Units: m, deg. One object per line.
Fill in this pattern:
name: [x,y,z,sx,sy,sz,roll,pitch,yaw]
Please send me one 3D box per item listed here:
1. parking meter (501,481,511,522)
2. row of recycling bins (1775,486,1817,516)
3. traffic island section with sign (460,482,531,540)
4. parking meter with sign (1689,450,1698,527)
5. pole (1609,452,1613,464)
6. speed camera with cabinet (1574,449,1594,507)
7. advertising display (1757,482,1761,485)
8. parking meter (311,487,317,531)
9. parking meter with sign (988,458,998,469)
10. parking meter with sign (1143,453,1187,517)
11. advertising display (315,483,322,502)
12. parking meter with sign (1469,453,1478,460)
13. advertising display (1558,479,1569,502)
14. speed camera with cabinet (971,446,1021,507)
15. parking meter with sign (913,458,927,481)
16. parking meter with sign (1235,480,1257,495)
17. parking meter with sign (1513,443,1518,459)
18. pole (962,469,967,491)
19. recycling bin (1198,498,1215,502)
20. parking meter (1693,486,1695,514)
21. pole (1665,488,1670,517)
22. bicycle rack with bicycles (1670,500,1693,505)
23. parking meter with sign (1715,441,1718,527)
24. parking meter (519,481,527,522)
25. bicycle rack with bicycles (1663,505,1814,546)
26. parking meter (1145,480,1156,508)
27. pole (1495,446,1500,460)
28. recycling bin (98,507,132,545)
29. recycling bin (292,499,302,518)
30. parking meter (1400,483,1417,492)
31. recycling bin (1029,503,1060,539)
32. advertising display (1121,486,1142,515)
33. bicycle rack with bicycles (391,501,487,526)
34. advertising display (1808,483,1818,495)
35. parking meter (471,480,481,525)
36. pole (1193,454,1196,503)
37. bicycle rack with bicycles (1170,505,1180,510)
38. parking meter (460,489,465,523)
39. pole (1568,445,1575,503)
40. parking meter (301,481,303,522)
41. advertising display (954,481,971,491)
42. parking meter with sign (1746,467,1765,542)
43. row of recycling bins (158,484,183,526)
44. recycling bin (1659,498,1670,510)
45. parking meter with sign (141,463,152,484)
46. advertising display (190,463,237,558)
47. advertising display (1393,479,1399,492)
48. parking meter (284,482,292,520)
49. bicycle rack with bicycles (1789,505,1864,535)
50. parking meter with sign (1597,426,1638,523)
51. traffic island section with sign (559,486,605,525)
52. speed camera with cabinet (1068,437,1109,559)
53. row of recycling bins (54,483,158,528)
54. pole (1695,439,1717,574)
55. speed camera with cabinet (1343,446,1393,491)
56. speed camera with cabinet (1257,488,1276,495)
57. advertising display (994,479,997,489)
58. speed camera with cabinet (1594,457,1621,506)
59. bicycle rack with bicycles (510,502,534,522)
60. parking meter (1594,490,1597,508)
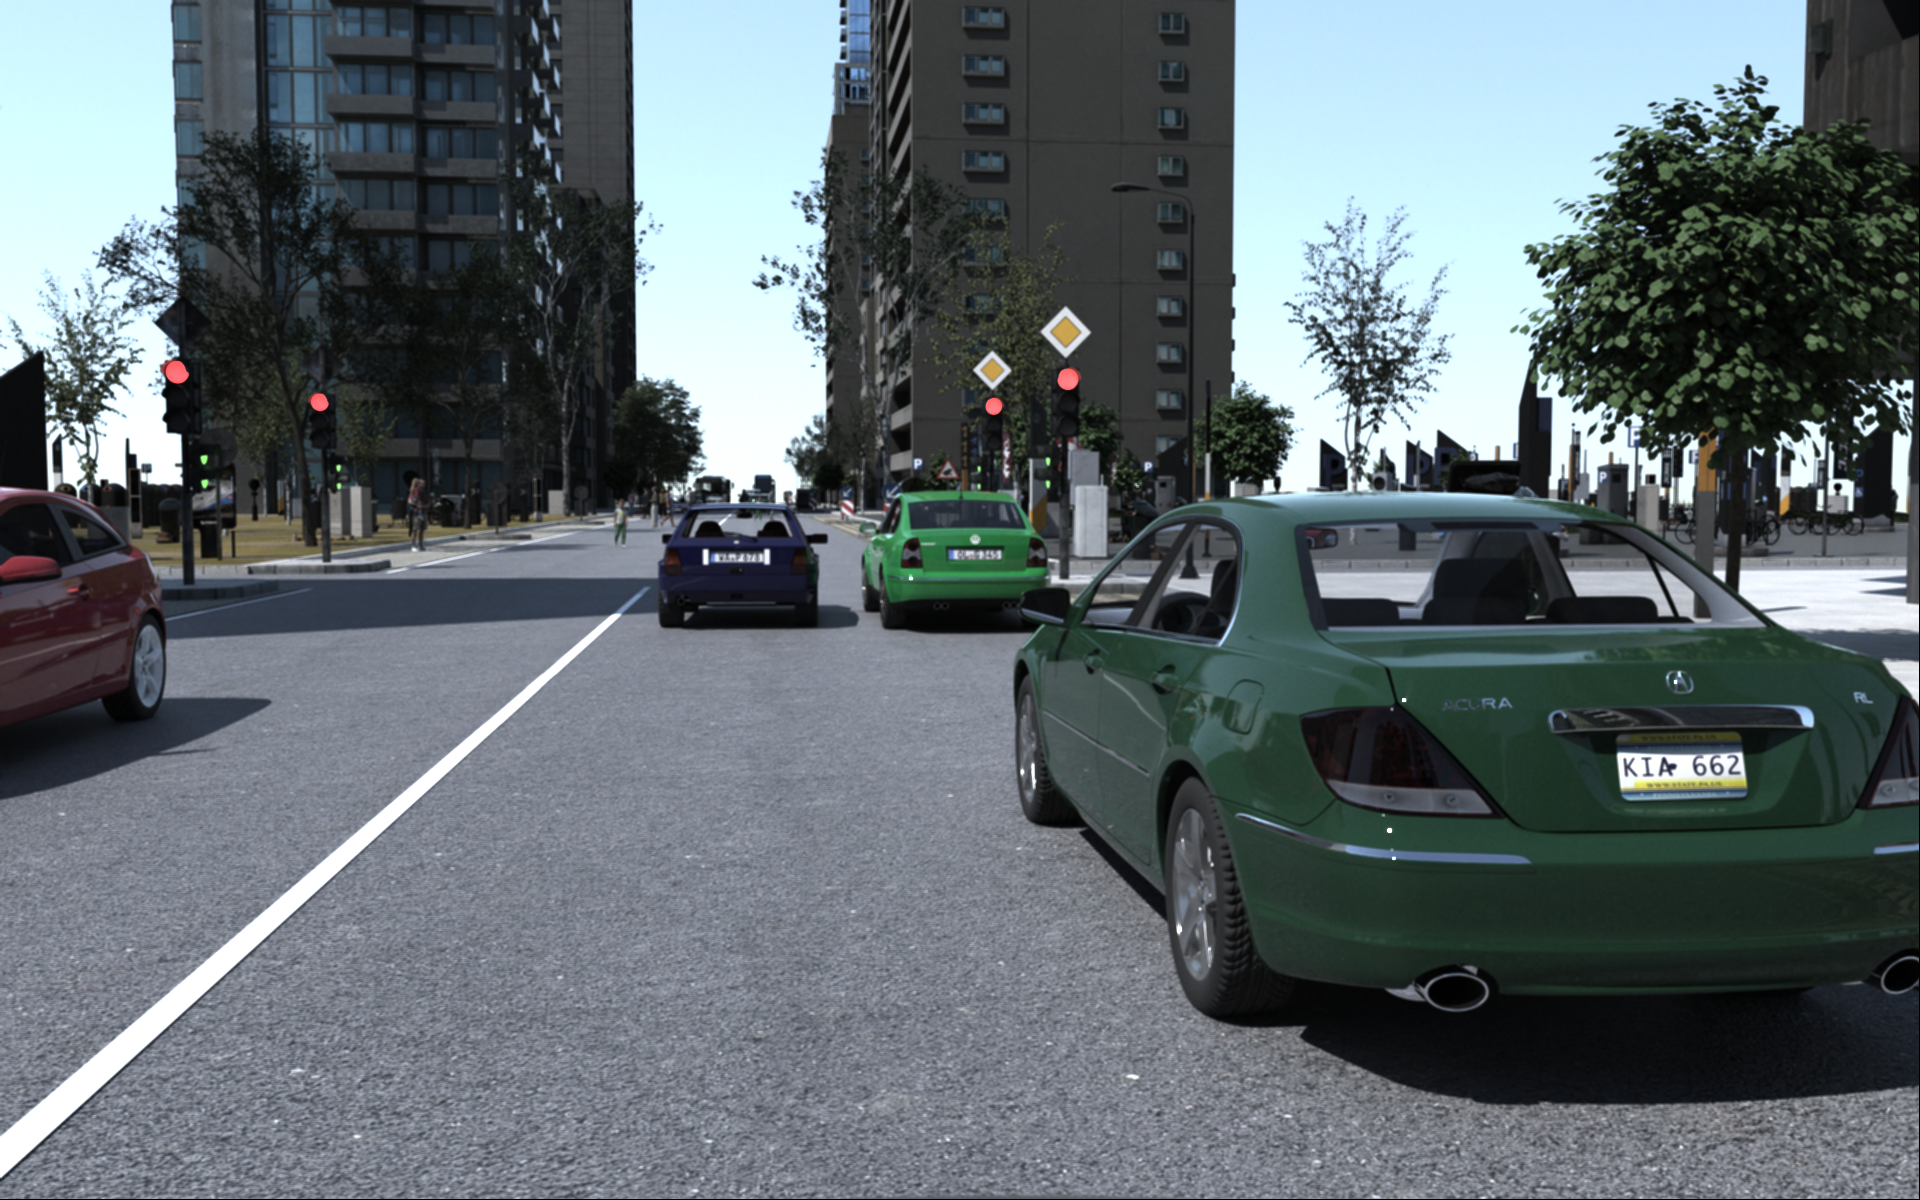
parking meter: [-20.541,-4.442,78.331,0.399,1.863,0.255,1,4,13]
row of recycling bins: [45.931,-5.412,95.596,1.069,1.692,3.534,-1,4,-11]
traffic island section with sign: [-14.514,-2.791,54.268,1.989,1.847,2.006,0,4,-7]
parking meter with sign: [29.024,-4.361,67.563,0.543,3.016,1.738,0,4,1]
pole: [31.394,-5.489,83.585,0.158,3.312,0.155,0,3,0]
speed camera with cabinet: [27.331,-5.054,76.975,0.660,3.252,2.038,0,4,0]
advertising display: [42.986,-5.365,92.930,0.974,1.923,0.123,-3,5,-43]
parking meter: [-22.458,-3.147,59.870,0.372,1.533,0.369,0,3,0]
parking meter with sign: [1.019,-5.229,81.757,0.543,3.016,1.738,3,5,43]
parking meter with sign: [8.733,-4.712,73.304,1.738,3.016,0.543,2,4,27]
advertising display: [-36.301,-5.711,98.584,0.123,1.923,0.974,2,4,26]
parking meter with sign: [20.987,-4.712,73.304,1.738,3.016,0.543,-1,4,-15]
advertising display: [25.529,-4.149,73.050,0.974,1.923,0.123,-3,5,-41]
speed camera with cabinet: [1.504,-4.759,72.150,2.038,3.252,0.660,-1,4,-14]
parking meter with sign: [-1.700,-5.431,85.059,0.543,3.016,1.738,1,4,23]
parking meter with sign: [14.413,-5.500,86.178,1.738,3.016,0.543,-1,4,-22]
parking meter with sign: [18.770,-3.777,58.016,0.543,3.016,1.738,1,4,19]
pole: [0.160,-4.046,59.991,0.158,3.312,0.155,0,3,0]
recycling bin: [14.819,-5.602,104.153,0.722,1.027,0.722,-2,4,-31]
parking meter: [46.001,-6.268,108.191,0.399,1.863,0.255,0,4,3]
pole: [36.280,-5.809,88.820,0.158,3.312,0.155,0,3,0]
bicycle rack with bicycles: [46.596,-5.968,110.954,2.925,0.926,2.852,1,4,16]
parking meter with sign: [25.831,-3.744,57.470,1.738,3.016,0.543,-1,4,-13]
parking meter: [-19.853,-4.466,78.730,0.255,1.863,0.399,0,4,0]
bicycle rack with bicycles: [19.307,-1.860,43.786,2.925,0.926,2.852,0,4,-5]
parking meter: [7.927,-4.059,72.081,0.399,1.863,0.255,1,4,18]
pole: [22.594,-4.833,72.867,0.158,3.312,0.155,0,3,0]
recycling bin: [-16.564,-1.296,33.745,0.722,1.027,0.722,-1,4,-21]
recycling bin: [-35.377,-4.872,92.205,0.722,1.027,0.722,-2,4,-27]
parking meter: [10.172,-1.891,39.331,0.372,1.533,0.369,0,3,0]
recycling bin: [2.453,-2.309,50.311,0.722,1.027,0.722,-1,4,-21]
advertising display: [7.689,-4.431,77.652,0.974,1.923,0.123,-1,4,-11]
bicycle rack with bicycles: [-21.601,-3.527,71.042,2.925,0.926,2.852,1,4,21]
advertising display: [49.790,-5.867,101.139,0.974,1.923,0.123,-3,5,-39]
parking meter: [-20.375,-4.106,72.850,0.255,1.863,0.399,1,4,18]
pole: [8.393,-4.187,62.305,0.158,3.312,0.155,0,3,0]
bicycle rack with bicycles: [8.331,-2.785,58.922,2.852,0.926,2.925,0,4,2]
parking meter: [-21.616,-4.110,75.609,0.372,1.533,0.369,0,3,0]
pole: [25.201,-4.744,71.401,0.158,3.312,0.155,0,3,0]
parking meter: [-29.647,-4.459,78.613,0.255,1.863,0.399,2,4,24]
advertising display: [0.133,-4.924,85.728,0.974,1.923,0.123,-3,4,-37]
parking meter with sign: [21.266,-3.093,46.823,0.543,3.016,1.738,2,4,33]
row of recycling bins: [-32.309,-3.840,69.902,1.069,1.692,3.534,0,4,1]
recycling bin: [40.639,-5.373,100.398,0.722,1.027,0.722,-3,5,-43]
parking meter with sign: [-46.871,-6.291,99.117,1.738,3.016,0.543,3,5,42]
advertising display: [-15.009,-1.801,34.658,0.974,1.923,0.123,-1,4,-15]
advertising display: [18.422,-4.213,74.089,0.974,1.923,0.123,-3,5,-41]
parking meter: [-32.972,-4.849,84.994,0.255,1.863,0.399,0,4,3]
bicycle rack with bicycles: [27.337,-2.542,54.944,2.852,0.926,2.925,-2,4,-30]
parking meter with sign: [16.591,-2.925,44.092,1.738,3.016,0.543,-2,4,-24]
traffic island section with sign: [-17.690,-4.429,81.036,1.989,1.847,2.006,0,4,-7]
speed camera with cabinet: [2.614,-2.495,35.130,0.660,3.252,2.038,0,4,-3]
row of recycling bins: [-32.307,-3.552,65.182,3.534,1.692,1.069,0,4,2]
pole: [7.696,-1.468,17.844,0.158,3.312,0.155,0,3,0]
speed camera with cabinet: [16.984,-4.765,72.247,2.038,3.252,0.660,3,5,41]
speed camera with cabinet: [18.363,-6.764,104.933,0.660,3.252,2.038,-1,4,-23]
advertising display: [1.160,-4.346,76.277,0.974,1.923,0.123,2,4,31]
speed camera with cabinet: [34.591,-6.023,92.809,2.038,3.252,0.660,3,5,42]
bicycle rack with bicycles: [-21.450,-4.176,81.657,2.925,0.926,2.852,-1,4,-14]
parking meter: [25.074,-3.640,67.918,0.372,1.533,0.369,0,3,0]
